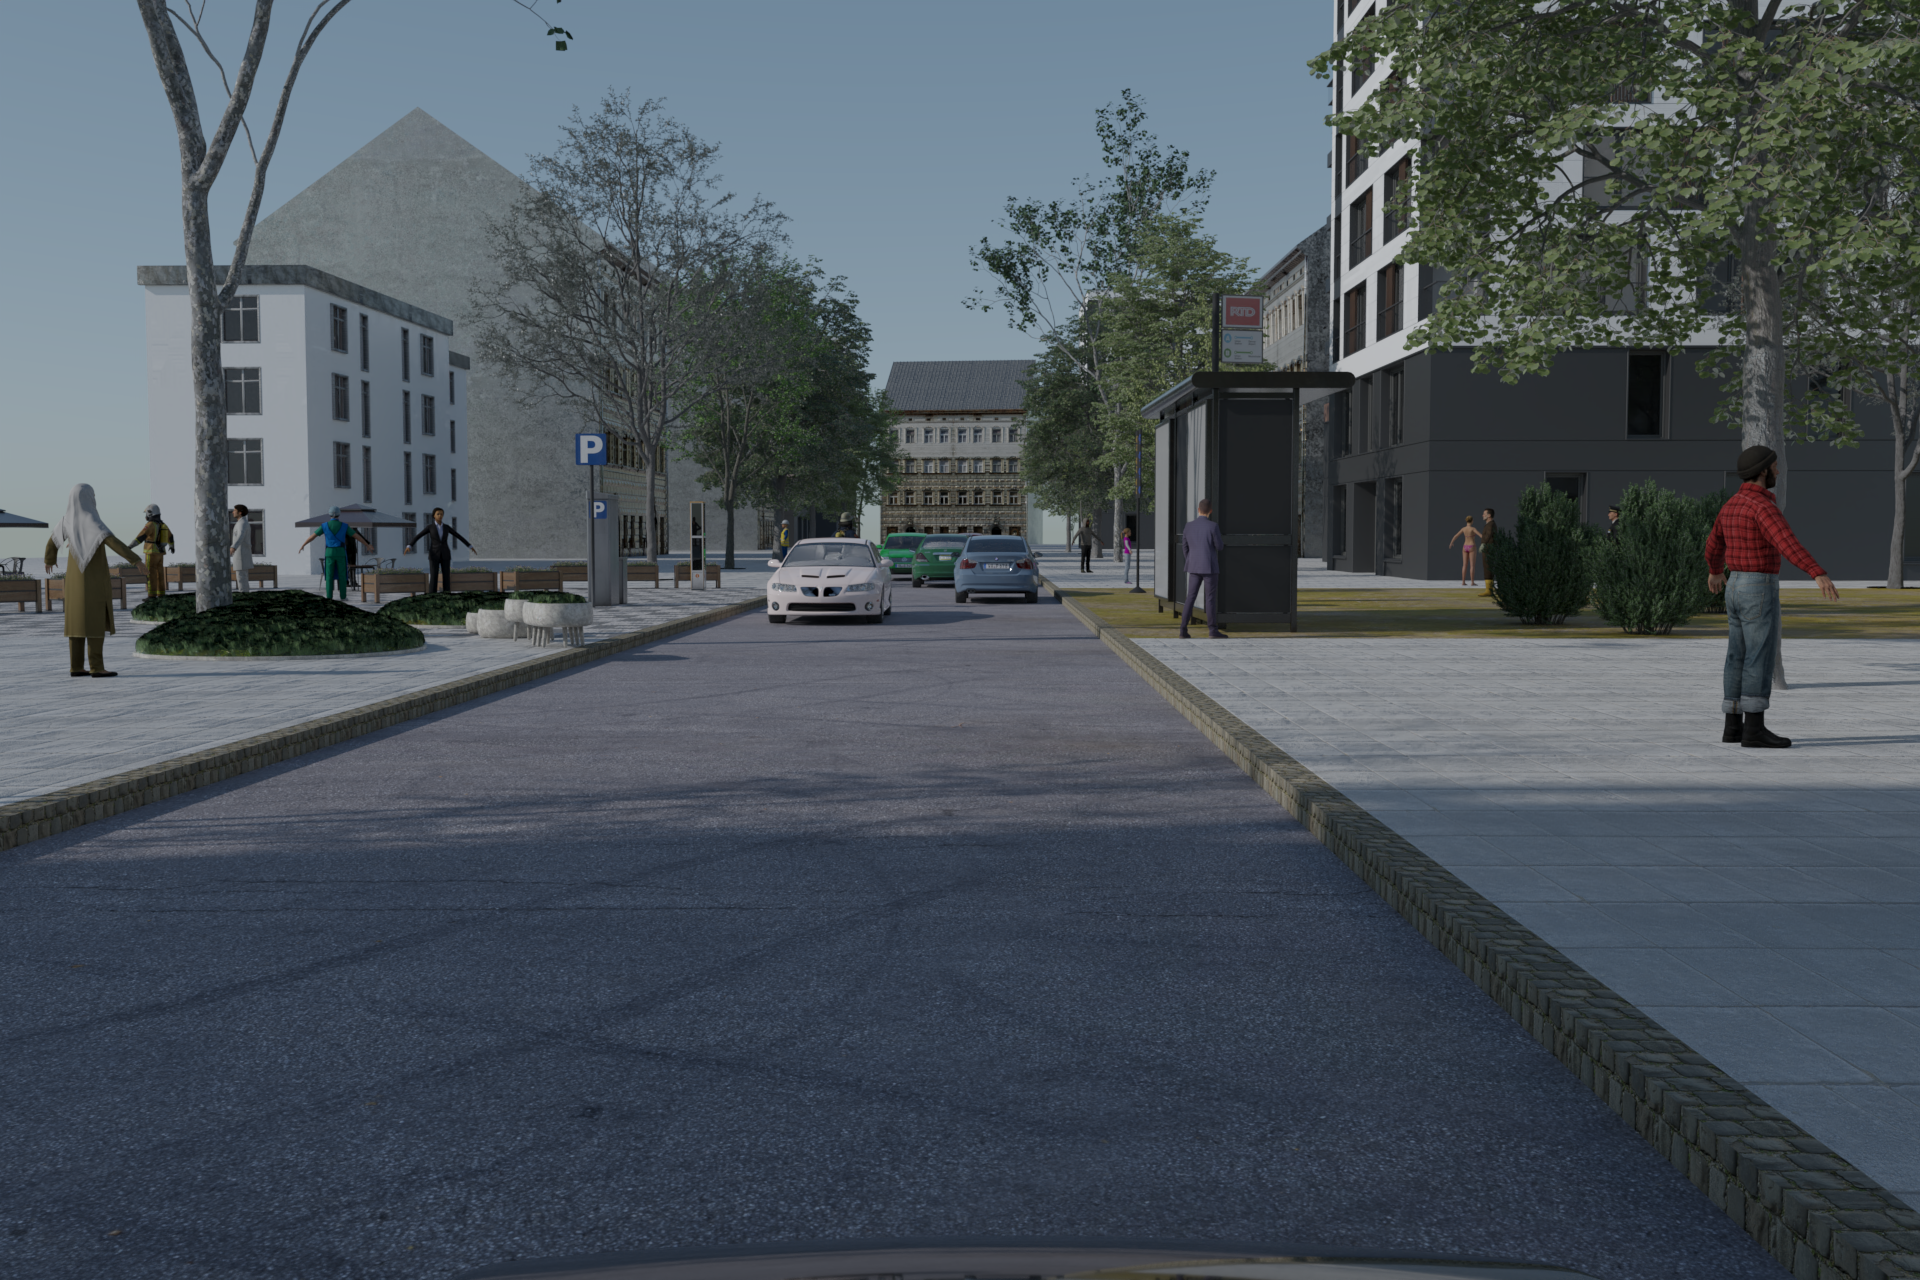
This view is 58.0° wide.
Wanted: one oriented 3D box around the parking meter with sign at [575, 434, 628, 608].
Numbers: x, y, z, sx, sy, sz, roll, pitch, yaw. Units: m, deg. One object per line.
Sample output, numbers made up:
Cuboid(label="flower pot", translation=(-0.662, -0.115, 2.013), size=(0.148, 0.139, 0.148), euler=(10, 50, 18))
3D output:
Cuboid(label="parking meter with sign", translation=(-6.351, -2.120, 30.928), size=(0.543, 3.016, 1.738), euler=(0, 4, 3))

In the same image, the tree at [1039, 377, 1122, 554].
Cuboid(label="tree", translation=(8.391, -11.397, 112.099), size=(9.928, 11.665, 9.643), euler=(0, 3, 0))

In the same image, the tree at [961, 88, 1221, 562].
Cuboid(label="tree", translation=(6.346, -13.499, 76.592), size=(12.611, 20.169, 13.585), euler=(0, 3, 0))

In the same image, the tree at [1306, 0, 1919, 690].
Cuboid(label="tree", translation=(6.293, -5.865, 14.014), size=(7.486, 12.596, 7.792), euler=(0, 3, 0))

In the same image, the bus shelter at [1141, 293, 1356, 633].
Cuboid(label="bus shelter", translation=(4.032, -2.996, 26.624), size=(2.179, 5.291, 8.768), euler=(0, 4, 0))

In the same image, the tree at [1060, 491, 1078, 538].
Cuboid(label="tree", translation=(14.063, -16.424, 218.899), size=(4.737, 8.622, 4.395), euler=(0, 3, 0))

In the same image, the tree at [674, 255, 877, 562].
Cuboid(label="tree", translation=(-8.462, -10.574, 79.538), size=(9.857, 13.997, 8.962), euler=(0, 3, 0))

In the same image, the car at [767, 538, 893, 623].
Cuboid(label="car", translation=(-2.143, -1.036, 29.294), size=(2.083, 1.381, 4.827), euler=(0, 4, 0))

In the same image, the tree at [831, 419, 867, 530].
Cuboid(label="tree", translation=(-7.287, -9.335, 102.988), size=(4.737, 8.622, 4.395), euler=(0, 3, 0))

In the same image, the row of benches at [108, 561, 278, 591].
Cuboid(label="row of benches", translation=(-17.598, -1.475, 39.574), size=(1.422, 0.672, 4.104), euler=(2, 4, 34))

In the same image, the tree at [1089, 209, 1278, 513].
Cuboid(label="tree", translation=(7.906, -8.750, 61.185), size=(7.486, 12.596, 7.792), euler=(0, 3, 0))

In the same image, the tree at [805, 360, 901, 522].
Cuboid(label="tree", translation=(-7.574, -11.875, 112.291), size=(7.486, 12.596, 7.792), euler=(0, 3, 0))

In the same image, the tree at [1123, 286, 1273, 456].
Cuboid(label="tree", translation=(7.315, -6.196, 51.670), size=(4.737, 8.622, 4.395), euler=(0, 3, 0))

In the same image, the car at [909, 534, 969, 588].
Cuboid(label="car", translation=(-0.366, -2.198, 47.742), size=(2.131, 1.459, 4.920), euler=(0, 4, 0))

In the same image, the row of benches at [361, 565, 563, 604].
Cuboid(label="row of benches", translation=(-9.646, -1.103, 33.490), size=(4.104, 0.672, 1.422), euler=(-3, 5, -43))

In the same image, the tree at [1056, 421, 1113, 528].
Cuboid(label="tree", translation=(7.523, -9.329, 102.890), size=(4.737, 8.622, 4.395), euler=(0, 3, 0))

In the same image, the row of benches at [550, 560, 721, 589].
Cuboid(label="row of benches", translation=(-7.727, -1.550, 40.798), size=(4.104, 0.672, 1.422), euler=(-1, 4, -12))

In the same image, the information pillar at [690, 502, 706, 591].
Cuboid(label="information pillar", translation=(-5.951, -2.133, 39.372), size=(0.304, 2.012, 0.304), euler=(0, 4, 2))

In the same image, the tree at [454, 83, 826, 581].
Cuboid(label="tree", translation=(-8.589, -8.391, 47.557), size=(12.009, 13.543, 11.850), euler=(0, 3, 0))

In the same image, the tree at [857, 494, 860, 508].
Cuboid(label="tree", translation=(-13.588, -16.089, 213.409), size=(4.360, 8.622, 3.978), euler=(0, 3, 0))

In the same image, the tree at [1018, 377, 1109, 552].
Cuboid(label="tree", translation=(7.685, -12.456, 121.781), size=(7.486, 12.596, 7.792), euler=(0, 3, 0))

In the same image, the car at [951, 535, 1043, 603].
Cuboid(label="car", translation=(0.787, -1.544, 37.250), size=(2.014, 1.417, 4.499), euler=(0, 4, 1))

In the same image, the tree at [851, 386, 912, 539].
Cuboid(label="tree", translation=(-7.240, -11.990, 121.799), size=(9.928, 11.665, 9.643), euler=(0, 3, 0))

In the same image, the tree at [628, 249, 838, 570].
Cuboid(label="tree", translation=(-8.317, -8.374, 62.663), size=(9.928, 11.665, 9.643), euler=(0, 3, 0))

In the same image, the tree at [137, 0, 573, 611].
Cuboid(label="tree", translation=(-8.299, -10.004, 19.452), size=(12.611, 20.169, 13.585), euler=(0, 3, 0))

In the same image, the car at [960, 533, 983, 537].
Cuboid(label="car", translation=(0.496, -4.717, 86.171), size=(2.155, 1.783, 4.494), euler=(0, 4, 1))

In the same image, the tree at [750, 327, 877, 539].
Cuboid(label="tree", translation=(-8.226, -10.816, 94.965), size=(7.486, 12.596, 7.792), euler=(0, 3, 0))

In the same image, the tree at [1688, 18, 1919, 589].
Cuboid(label="tree", translation=(22.078, -7.940, 40.184), size=(12.009, 13.543, 11.850), euler=(0, 3, 0))

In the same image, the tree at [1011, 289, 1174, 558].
Cuboid(label="tree", translation=(7.342, -11.320, 91.731), size=(9.857, 13.997, 8.962), euler=(0, 3, 0))

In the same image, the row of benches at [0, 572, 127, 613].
Cuboid(label="row of benches", translation=(-15.480, -0.770, 28.047), size=(1.422, 0.672, 4.104), euler=(2, 4, 35))

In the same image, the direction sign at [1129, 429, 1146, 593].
Cuboid(label="direction sign", translation=(3.880, -2.795, 37.700), size=(0.379, 3.537, 0.876), euler=(0, 4, -1))
